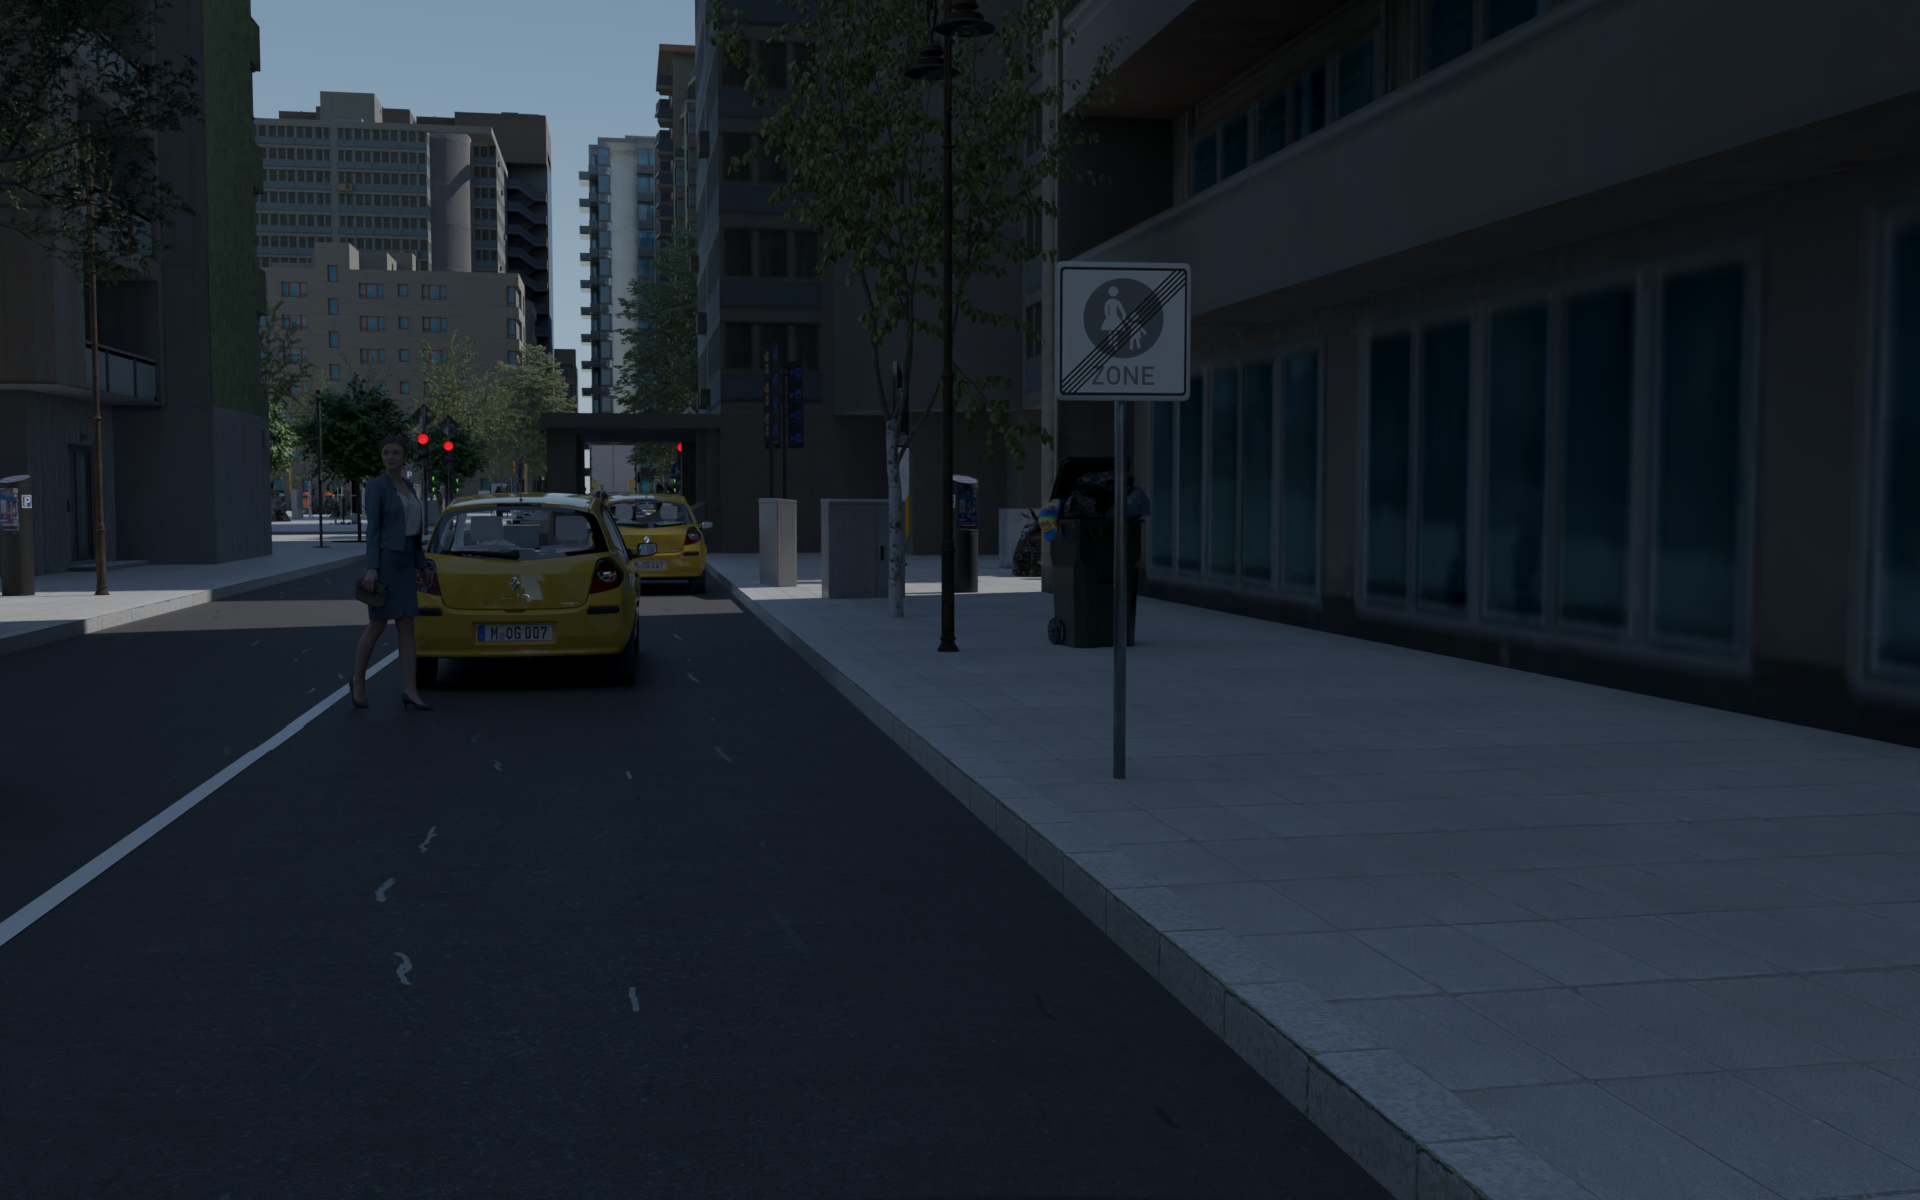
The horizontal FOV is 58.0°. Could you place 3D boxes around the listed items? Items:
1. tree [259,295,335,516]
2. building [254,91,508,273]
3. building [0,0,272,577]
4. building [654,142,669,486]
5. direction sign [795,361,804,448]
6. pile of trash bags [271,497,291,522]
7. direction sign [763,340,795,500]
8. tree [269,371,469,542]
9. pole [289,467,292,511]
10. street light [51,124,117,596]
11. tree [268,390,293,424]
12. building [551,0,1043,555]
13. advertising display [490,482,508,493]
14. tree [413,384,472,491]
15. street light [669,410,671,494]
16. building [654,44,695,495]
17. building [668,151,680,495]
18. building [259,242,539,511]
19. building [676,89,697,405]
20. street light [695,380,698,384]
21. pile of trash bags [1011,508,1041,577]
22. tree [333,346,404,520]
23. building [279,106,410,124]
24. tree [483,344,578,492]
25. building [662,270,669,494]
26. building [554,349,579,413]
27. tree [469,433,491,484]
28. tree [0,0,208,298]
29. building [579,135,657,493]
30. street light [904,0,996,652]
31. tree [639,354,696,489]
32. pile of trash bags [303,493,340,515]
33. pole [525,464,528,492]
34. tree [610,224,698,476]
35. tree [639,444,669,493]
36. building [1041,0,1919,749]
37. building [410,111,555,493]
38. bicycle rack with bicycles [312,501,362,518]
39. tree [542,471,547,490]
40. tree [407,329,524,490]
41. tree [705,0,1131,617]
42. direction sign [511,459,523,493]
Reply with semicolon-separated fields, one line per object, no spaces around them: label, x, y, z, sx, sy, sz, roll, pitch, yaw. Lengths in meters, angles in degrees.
tree;-25.513;-6.872;62.724;4.737;8.622;4.395;0;3;0
building;-58.208;-29.375;172.161;32.217;40.220;23.993;-1;4;-11
building;-20.148;-21.027;27.391;14.154;41.232;14.086;-1;4;-11
building;-28.954;-31.891;205.019;14.154;41.232;14.086;-1;4;-11
direction sign;-3.008;-2.308;29.726;0.876;3.537;0.379;3;4;37
pile of trash bags;-32.663;-4.312;80.258;3.447;1.369;1.912;2;4;32
direction sign;-2.820;-2.078;25.971;0.379;3.537;0.876;-1;4;-20
tree;-16.209;-3.841;46.509;4.285;4.588;4.351;0;3;0
pole;-50.343;-8.347;130.322;0.158;3.312;0.155;0;3;0
street light;-10.888;-2.997;21.797;0.468;5.910;1.993;-1;4;-11
tree;-47.016;-10.224;117.525;4.360;8.622;3.978;0;3;0
building;5.901;-21.535;43.975;32.217;40.220;23.993;-1;4;-11
advertising display;-25.234;-5.483;94.863;0.974;1.923;0.123;-2;4;-27
tree;-34.390;-10.112;115.691;4.360;8.622;3.978;0;3;0
street light;-15.943;-7.495;95.337;0.468;5.910;1.993;-1;4;-11
building;-18.518;-31.535;170.229;22.147;44.769;28.867;-1;4;-11
building;-17.422;-23.055;148.653;14.160;30.474;14.107;-1;4;-11
building;-50.825;-18.485;147.274;27.650;21.520;28.899;-1;4;-11
building;-13.257;-21.804;128.191;14.160;30.474;14.107;-1;4;-11
street light;-8.151;-5.028;54.988;0.468;5.910;1.993;-1;4;-11
pile of trash bags;2.631;-1.068;27.207;3.447;1.369;1.912;-1;4;-21
tree;-29.858;-8.326;86.490;4.360;8.622;3.978;0;3;0
building;-68.625;-33.435;196.779;14.200;45.320;14.600;-1;4;-11
tree;-32.158;-13.014;130.913;7.486;12.596;7.792;0;3;0
building;-25.803;-25.651;191.101;14.160;30.474;14.107;-1;4;-11
building;-65.451;-23.479;228.919;28.899;21.520;27.650;-1;4;-11
tree;-20.266;-5.157;68.032;4.285;4.588;4.351;0;3;0
tree;-10.293;-4.925;14.943;7.601;10.594;8.767;-1;4;-20
building;-35.231;-37.480;232.412;30.456;49.044;23.786;-1;4;-11
street light;-0.098;-2.519;13.967;0.468;5.910;1.993;-1;4;-11
tree;-13.883;-8.284;85.812;4.360;8.622;3.978;0;3;0
pile of trash bags;-39.877;-5.974;107.434;1.912;1.369;3.447;0;4;4
pole;-29.326;-7.544;117.193;0.158;3.312;0.155;0;3;0
tree;-10.877;-9.487;73.245;7.486;12.596;7.792;0;3;0
tree;-19.625;-10.088;115.297;4.737;8.622;4.395;0;3;0
building;13.526;-23.813;13.051;21.300;48.544;21.600;-1;4;-11
building;-54.389;-33.603;199.522;14.200;45.320;14.600;-1;4;-11
bicycle rack with bicycles;-33.249;-4.875;93.087;2.852;0.926;2.925;2;4;32
tree;-44.574;-12.676;190.973;4.285;4.588;4.351;0;3;0
tree;-23.024;-7.823;78.276;4.737;8.622;4.395;0;3;0
tree;-0.603;-4.112;17.602;4.737;8.622;4.395;0;3;0
direction sign;-29.063;-7.441;113.665;0.379;3.537;0.876;3;4;37
